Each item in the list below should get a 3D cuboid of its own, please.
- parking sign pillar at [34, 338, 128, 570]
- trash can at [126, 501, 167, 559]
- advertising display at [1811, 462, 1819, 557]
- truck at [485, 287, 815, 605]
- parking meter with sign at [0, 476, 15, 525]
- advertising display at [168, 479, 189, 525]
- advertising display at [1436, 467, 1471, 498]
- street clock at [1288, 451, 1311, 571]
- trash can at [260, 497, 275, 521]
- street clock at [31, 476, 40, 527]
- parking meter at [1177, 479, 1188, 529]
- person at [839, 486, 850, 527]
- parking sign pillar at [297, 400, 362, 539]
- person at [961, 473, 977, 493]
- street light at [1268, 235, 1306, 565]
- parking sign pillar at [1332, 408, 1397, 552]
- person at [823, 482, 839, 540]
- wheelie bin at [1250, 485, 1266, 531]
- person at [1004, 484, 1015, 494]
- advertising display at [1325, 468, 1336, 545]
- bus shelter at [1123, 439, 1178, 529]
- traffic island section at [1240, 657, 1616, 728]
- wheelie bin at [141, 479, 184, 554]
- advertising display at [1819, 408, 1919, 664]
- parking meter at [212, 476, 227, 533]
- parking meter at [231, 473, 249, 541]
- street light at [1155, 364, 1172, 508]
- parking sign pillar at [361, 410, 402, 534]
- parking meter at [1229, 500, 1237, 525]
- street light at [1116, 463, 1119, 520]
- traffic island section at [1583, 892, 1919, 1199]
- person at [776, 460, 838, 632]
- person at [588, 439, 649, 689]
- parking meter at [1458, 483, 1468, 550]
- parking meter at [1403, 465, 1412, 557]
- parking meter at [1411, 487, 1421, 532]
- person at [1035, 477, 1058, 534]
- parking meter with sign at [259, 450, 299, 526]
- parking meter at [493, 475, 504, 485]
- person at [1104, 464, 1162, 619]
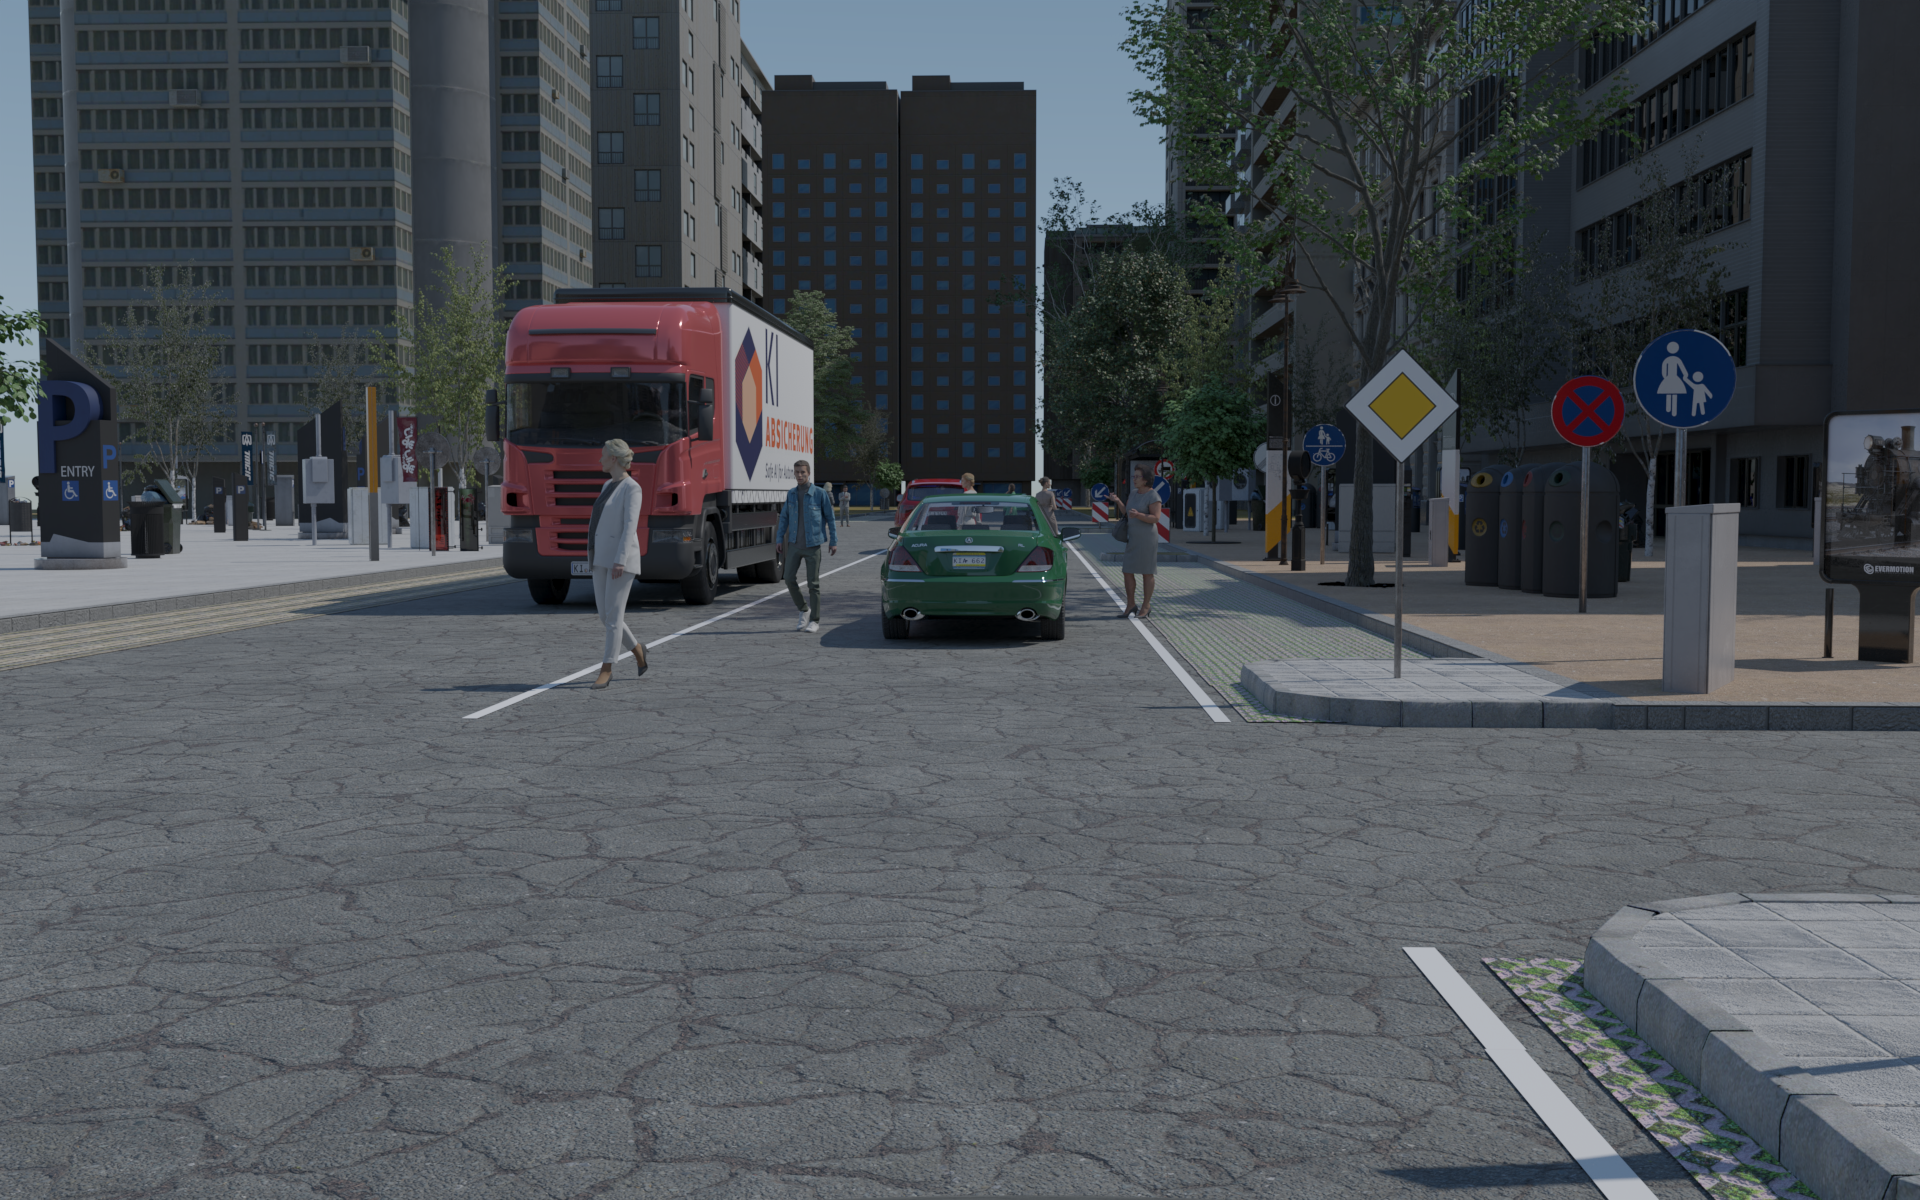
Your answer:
[{"bbox_3d":[-15.165,-2.526,29.771,1.447,3.967,1.447,1,4,15],"label":"parking sign pillar"},{"bbox_3d":[-16.194,-1.398,34.505,0.748,1.137,0.748,0,3,0],"label":"trash can"},{"bbox_3d":[17.618,-1.852,35.502,0.123,1.923,0.974,3,4,36],"label":"advertising display"},{"bbox_3d":[-4.176,-2.259,25.849,2.839,4.237,11.283,0,4,3],"label":"truck"},{"bbox_3d":[-39.365,-4.594,71.371,1.738,3.016,0.543,1,4,16],"label":"parking meter with sign"},{"bbox_3d":[-32.927,-4.144,72.973,0.974,1.923,0.123,1,4,22],"label":"advertising display"},{"bbox_3d":[11.804,-2.218,41.475,0.974,1.923,0.123,-2,4,-26],"label":"advertising display"},{"bbox_3d":[5.655,-1.488,28.895,0.358,2.002,0.471,2,4,34],"label":"street clock"},{"bbox_3d":[-33.401,-4.400,83.585,0.748,1.137,0.748,0,3,0],"label":"trash can"},{"bbox_3d":[-36.395,-3.908,68.462,0.471,2.002,0.358,-1,4,-18],"label":"street clock"},{"bbox_3d":[8.147,-3.532,63.465,0.255,1.863,0.399,-2,4,-30],"label":"parking meter"},{"bbox_3d":[-5.046,-4.103,75.762,0.511,1.800,0.466,-1,4,-17],"label":"person"},{"bbox_3d":[-18.284,-3.745,49.706,1.447,3.967,1.447,0,4,4],"label":"parking sign pillar"},{"bbox_3d":[0.151,-1.228,28.925,0.624,1.780,0.694,3,5,39],"label":"person"},{"bbox_3d":[5.854,-3.569,31.141,0.468,5.910,1.993,0,4,2],"label":"street light"},{"bbox_3d":[9.126,-3.085,38.920,1.447,3.967,1.447,1,4,20],"label":"parking sign pillar"},{"bbox_3d":[-4.157,-2.802,54.495,0.537,1.800,0.526,3,4,37],"label":"person"},{"bbox_3d":[10.537,-3.209,60.369,0.980,1.594,0.693,-2,4,-32],"label":"wheelie bin"},{"bbox_3d":[1.835,-3.185,60.814,0.529,1.795,0.600,-1,4,-11],"label":"person"},{"bbox_3d":[9.565,-2.330,43.317,0.974,1.923,0.123,-1,4,-20],"label":"advertising display"},{"bbox_3d":[7.446,-4.462,66.872,2.014,3.302,5.546,0,4,2],"label":"bus shelter"},{"bbox_3d":[3.068,0.624,12.080,2.009,0.180,2.903,0,4,2],"label":"traffic island section"},{"bbox_3d":[-17.072,-1.782,37.041,0.693,1.594,0.980,0,4,-4],"label":"wheelie bin"},{"bbox_3d":[7.079,-0.488,13.192,0.123,1.923,0.974,-3,5,-43],"label":"advertising display"},{"bbox_3d":[-24.507,-3.159,57.353,0.399,1.863,0.255,-1,4,-18],"label":"parking meter"},{"bbox_3d":[-19.610,-2.539,47.221,0.399,1.863,0.255,-2,4,-35],"label":"parking meter"},{"bbox_3d":[6.872,-5.258,58.759,0.468,5.910,1.993,0,4,2],"label":"street light"},{"bbox_3d":[-18.628,-4.092,55.377,1.447,3.967,1.447,2,4,31],"label":"parking sign pillar"},{"bbox_3d":[11.429,-4.093,72.625,0.399,1.863,0.255,-1,4,-12],"label":"parking meter"},{"bbox_3d":[7.820,-6.913,85.816,0.468,5.910,1.993,0,4,2],"label":"street light"},{"bbox_3d":[2.766,1.112,4.101,2.009,0.180,2.903,0,4,2],"label":"traffic island section"},{"bbox_3d":[-1.595,-0.562,18.039,0.601,1.785,0.444,1,4,21],"label":"person"},{"bbox_3d":[-2.541,-0.284,13.021,0.514,1.842,0.818,2,4,29],"label":"person"},{"bbox_3d":[11.608,-1.918,39.768,0.372,1.533,0.369,0,3,0],"label":"parking meter"},{"bbox_3d":[9.028,-1.805,35.218,0.255,1.863,0.399,0,4,6],"label":"parking meter"},{"bbox_3d":[15.247,-3.037,58.072,0.372,1.533,0.369,0,3,0],"label":"parking meter"},{"bbox_3d":[1.803,-1.605,35.075,0.599,1.781,0.374,2,4,28],"label":"person"},{"bbox_3d":[-27.081,-4.476,69.440,1.738,3.016,0.543,-1,4,-12],"label":"parking meter with sign"},{"bbox_3d":[-14.150,-2.908,53.257,0.255,1.863,0.399,-3,5,-44],"label":"parking meter"},{"bbox_3d":[1.966,-0.680,19.970,0.532,1.782,0.716,-3,4,-36],"label":"person"}]
